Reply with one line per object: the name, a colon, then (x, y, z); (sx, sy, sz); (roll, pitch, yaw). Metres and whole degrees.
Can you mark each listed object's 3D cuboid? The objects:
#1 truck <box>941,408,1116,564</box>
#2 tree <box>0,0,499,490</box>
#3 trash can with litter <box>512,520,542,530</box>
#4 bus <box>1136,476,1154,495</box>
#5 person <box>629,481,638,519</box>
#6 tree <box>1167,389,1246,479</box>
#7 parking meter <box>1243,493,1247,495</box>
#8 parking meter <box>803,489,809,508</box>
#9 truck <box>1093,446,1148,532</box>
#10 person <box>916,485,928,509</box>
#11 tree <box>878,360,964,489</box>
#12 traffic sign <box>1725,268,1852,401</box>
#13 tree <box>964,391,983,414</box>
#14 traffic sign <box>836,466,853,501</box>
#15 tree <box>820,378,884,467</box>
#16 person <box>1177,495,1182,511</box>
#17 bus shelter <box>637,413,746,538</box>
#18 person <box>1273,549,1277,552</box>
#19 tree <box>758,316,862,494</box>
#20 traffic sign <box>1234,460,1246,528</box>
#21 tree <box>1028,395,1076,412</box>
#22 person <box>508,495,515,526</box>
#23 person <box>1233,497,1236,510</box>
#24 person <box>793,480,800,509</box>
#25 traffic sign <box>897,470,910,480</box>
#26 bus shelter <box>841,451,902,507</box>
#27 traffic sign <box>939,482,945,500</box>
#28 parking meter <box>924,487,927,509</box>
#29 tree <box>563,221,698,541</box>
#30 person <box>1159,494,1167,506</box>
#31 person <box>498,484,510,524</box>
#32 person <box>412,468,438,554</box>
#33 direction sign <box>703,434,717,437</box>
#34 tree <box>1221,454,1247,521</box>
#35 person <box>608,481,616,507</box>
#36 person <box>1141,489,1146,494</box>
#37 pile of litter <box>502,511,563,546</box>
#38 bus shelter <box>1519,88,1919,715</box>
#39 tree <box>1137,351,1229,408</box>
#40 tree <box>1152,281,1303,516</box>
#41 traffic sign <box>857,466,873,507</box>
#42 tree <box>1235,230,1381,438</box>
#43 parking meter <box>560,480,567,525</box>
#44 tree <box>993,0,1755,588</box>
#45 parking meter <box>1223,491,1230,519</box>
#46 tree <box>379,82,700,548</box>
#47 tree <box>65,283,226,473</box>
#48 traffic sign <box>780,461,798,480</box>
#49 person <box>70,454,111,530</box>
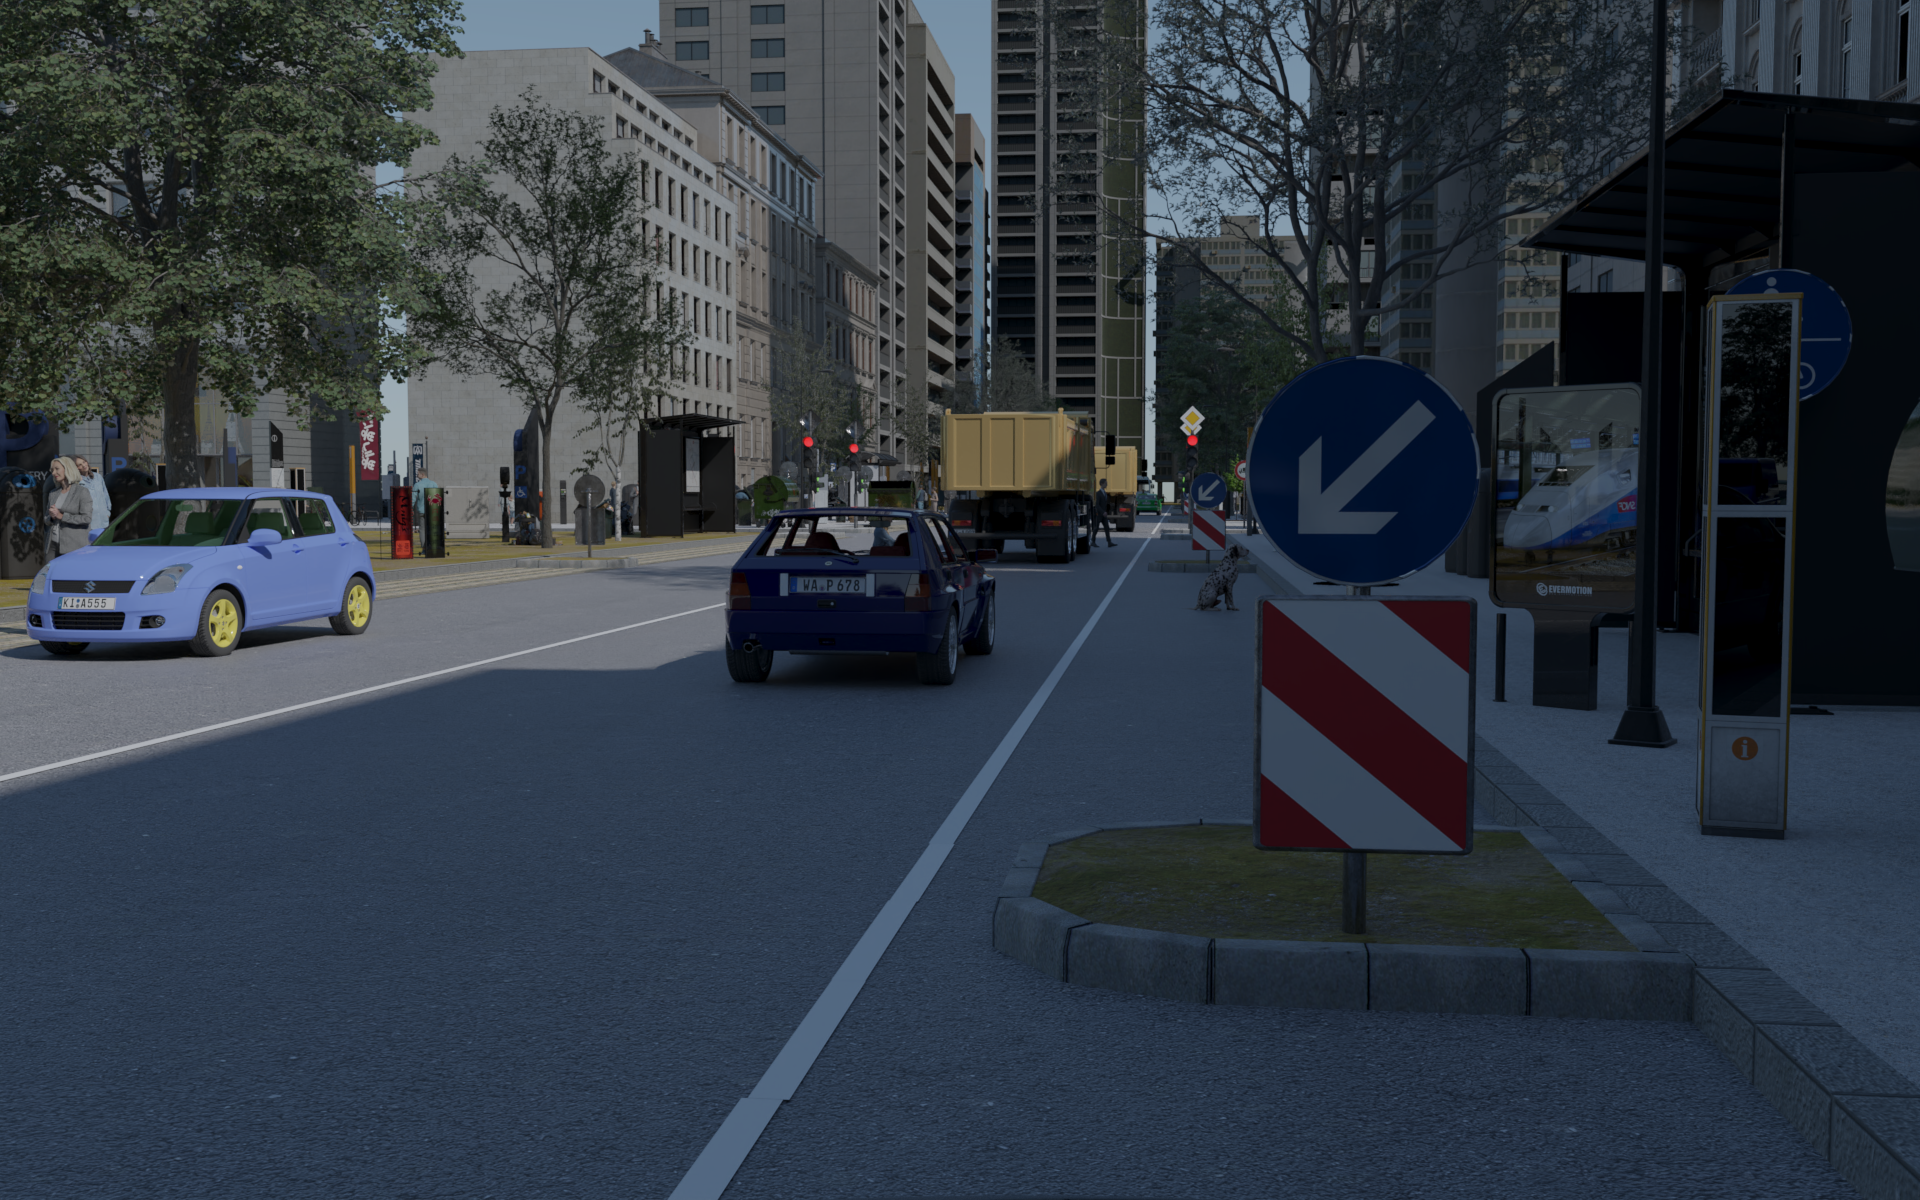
truck: (1.586, -2.664, 39.485); (3.469, 3.379, 9.791); (1, 4, 9)
tree: (-12.123, -7.322, 26.370); (9.857, 13.997, 8.962); (0, 3, 0)
trash can with litter: (-14.509, -2.862, 58.176); (1.055, 1.170, 0.624); (-1, 4, -22)
bus: (19.006, -11.537, 183.494); (2.948, 3.499, 13.247); (0, 4, 7)
person: (-12.219, -3.651, 65.704); (0.822, 1.834, 0.622); (3, 5, 42)
tree: (25.589, -15.674, 173.273); (9.611, 12.733, 9.660); (0, 3, 0)
parking meter: (21.504, -7.489, 130.854); (0.372, 1.533, 0.369); (0, 3, 0)
parking meter: (-6.512, -3.992, 73.676); (0.372, 1.533, 0.369); (0, 3, 0)
truck: (5.740, -4.481, 69.196); (3.469, 3.379, 9.791); (0, 4, 6)
person: (-2.107, -5.326, 93.476); (0.721, 1.781, 0.623); (2, 4, 29)
tree: (-2.293, -8.845, 94.985); (4.360, 8.622, 3.978); (0, 3, 0)
traffic sign: (4.637, -0.598, 9.885); (0.768, 2.556, 0.104); (1, 4, 9)
tree: (0.778, -10.498, 121.997); (4.360, 8.622, 3.978); (0, 3, 0)
traffic sign: (-5.273, -4.819, 78.898); (0.768, 2.556, 0.104); (1, 4, 12)
tree: (-6.934, -9.710, 109.122); (4.737, 8.622, 4.395); (0, 3, 0)
person: (19.297, -8.600, 149.828); (1.217, 1.735, 0.721); (0, 4, -1)
bus shelter: (-8.180, -3.797, 53.364); (1.731, 3.624, 6.357); (0, 4, 7)
person: (7.109, -1.974, 38.293); (0.580, 1.828, 0.573); (-2, 4, -34)
tree: (-6.133, -7.368, 70.830); (4.360, 8.622, 3.978); (0, 3, 0)
traffic sign: (10.690, -3.972, 65.048); (0.768, 2.556, 0.104); (1, 4, 10)
tree: (8.393, -15.523, 179.550); (9.928, 11.665, 9.643); (0, 3, 0)
person: (-17.902, -3.579, 69.249); (0.332, 1.250, 0.352); (2, 4, 28)
person: (21.581, -7.992, 136.618); (0.836, 1.842, 0.656); (1, 4, 15)
person: (-7.408, -4.361, 76.709); (0.648, 1.900, 0.474); (1, 4, 22)
traffic sign: (-3.040, -5.674, 92.871); (0.768, 2.556, 0.104); (1, 4, 9)
bus shelter: (-4.238, -5.518, 84.149); (2.014, 3.302, 5.546); (0, 4, 7)
traffic sign: (-0.996, -7.002, 114.488); (0.884, 2.594, 0.081); (1, 4, 17)
parking meter: (-2.261, -6.114, 105.673); (0.399, 1.863, 0.255); (1, 4, 20)
tree: (-9.316, -5.934, 47.384); (4.360, 8.622, 3.978); (0, 3, 0)
person: (23.735, -11.657, 202.350); (1.065, 1.426, 0.557); (-1, 4, -21)
person: (-19.382, -4.130, 73.674); (0.391, 1.810, 0.635); (1, 4, 19)
person: (-11.302, -1.876, 36.570); (0.638, 1.841, 0.748); (-1, 4, -15)
direction sign: (-9.509, -4.460, 64.924); (0.876, 3.537, 0.379); (0, 4, 7)
tree: (13.250, -5.354, 82.145); (1.663, 3.219, 1.824); (0, 3, 0)
person: (-13.223, -3.642, 66.004); (0.576, 1.772, 0.534); (2, 4, 35)
person: (15.328, -8.348, 144.969); (1.348, 1.826, 0.705); (1, 4, 23)
pile of litter: (-10.734, -1.808, 43.520); (1.719, 0.858, 1.176); (3, 5, 41)
bus shelter: (5.660, -1.331, 13.051); (1.731, 3.624, 6.357); (0, 4, 7)
tree: (28.733, -21.893, 213.842); (12.611, 20.169, 13.585); (0, 3, 0)
tree: (15.836, -11.947, 101.991); (9.857, 13.997, 8.962); (0, 3, 0)
traffic sign: (-4.282, -4.775, 78.171); (0.768, 2.556, 0.104); (1, 4, 17)
tree: (9.320, -5.931, 47.340); (4.737, 8.622, 4.395); (0, 3, 0)
parking meter: (-16.745, -4.121, 73.097); (0.255, 1.863, 0.399); (-1, 4, -16)
tree: (5.398, -6.940, 23.838); (12.009, 13.543, 11.850); (0, 3, 0)
parking meter: (13.738, -4.942, 89.215); (0.372, 1.533, 0.369); (0, 3, 0)
tree: (-9.913, -6.482, 40.386); (8.767, 10.594, 7.601); (1, 4, 18)
tree: (-23.865, -6.153, 50.957); (4.360, 8.622, 3.978); (0, 3, 0)
traffic sign: (-6.665, -4.109, 67.284); (0.768, 2.556, 0.104); (1, 4, 16)
person: (-11.277, -0.986, 22.428); (0.793, 1.790, 0.793); (0, 4, -7)
